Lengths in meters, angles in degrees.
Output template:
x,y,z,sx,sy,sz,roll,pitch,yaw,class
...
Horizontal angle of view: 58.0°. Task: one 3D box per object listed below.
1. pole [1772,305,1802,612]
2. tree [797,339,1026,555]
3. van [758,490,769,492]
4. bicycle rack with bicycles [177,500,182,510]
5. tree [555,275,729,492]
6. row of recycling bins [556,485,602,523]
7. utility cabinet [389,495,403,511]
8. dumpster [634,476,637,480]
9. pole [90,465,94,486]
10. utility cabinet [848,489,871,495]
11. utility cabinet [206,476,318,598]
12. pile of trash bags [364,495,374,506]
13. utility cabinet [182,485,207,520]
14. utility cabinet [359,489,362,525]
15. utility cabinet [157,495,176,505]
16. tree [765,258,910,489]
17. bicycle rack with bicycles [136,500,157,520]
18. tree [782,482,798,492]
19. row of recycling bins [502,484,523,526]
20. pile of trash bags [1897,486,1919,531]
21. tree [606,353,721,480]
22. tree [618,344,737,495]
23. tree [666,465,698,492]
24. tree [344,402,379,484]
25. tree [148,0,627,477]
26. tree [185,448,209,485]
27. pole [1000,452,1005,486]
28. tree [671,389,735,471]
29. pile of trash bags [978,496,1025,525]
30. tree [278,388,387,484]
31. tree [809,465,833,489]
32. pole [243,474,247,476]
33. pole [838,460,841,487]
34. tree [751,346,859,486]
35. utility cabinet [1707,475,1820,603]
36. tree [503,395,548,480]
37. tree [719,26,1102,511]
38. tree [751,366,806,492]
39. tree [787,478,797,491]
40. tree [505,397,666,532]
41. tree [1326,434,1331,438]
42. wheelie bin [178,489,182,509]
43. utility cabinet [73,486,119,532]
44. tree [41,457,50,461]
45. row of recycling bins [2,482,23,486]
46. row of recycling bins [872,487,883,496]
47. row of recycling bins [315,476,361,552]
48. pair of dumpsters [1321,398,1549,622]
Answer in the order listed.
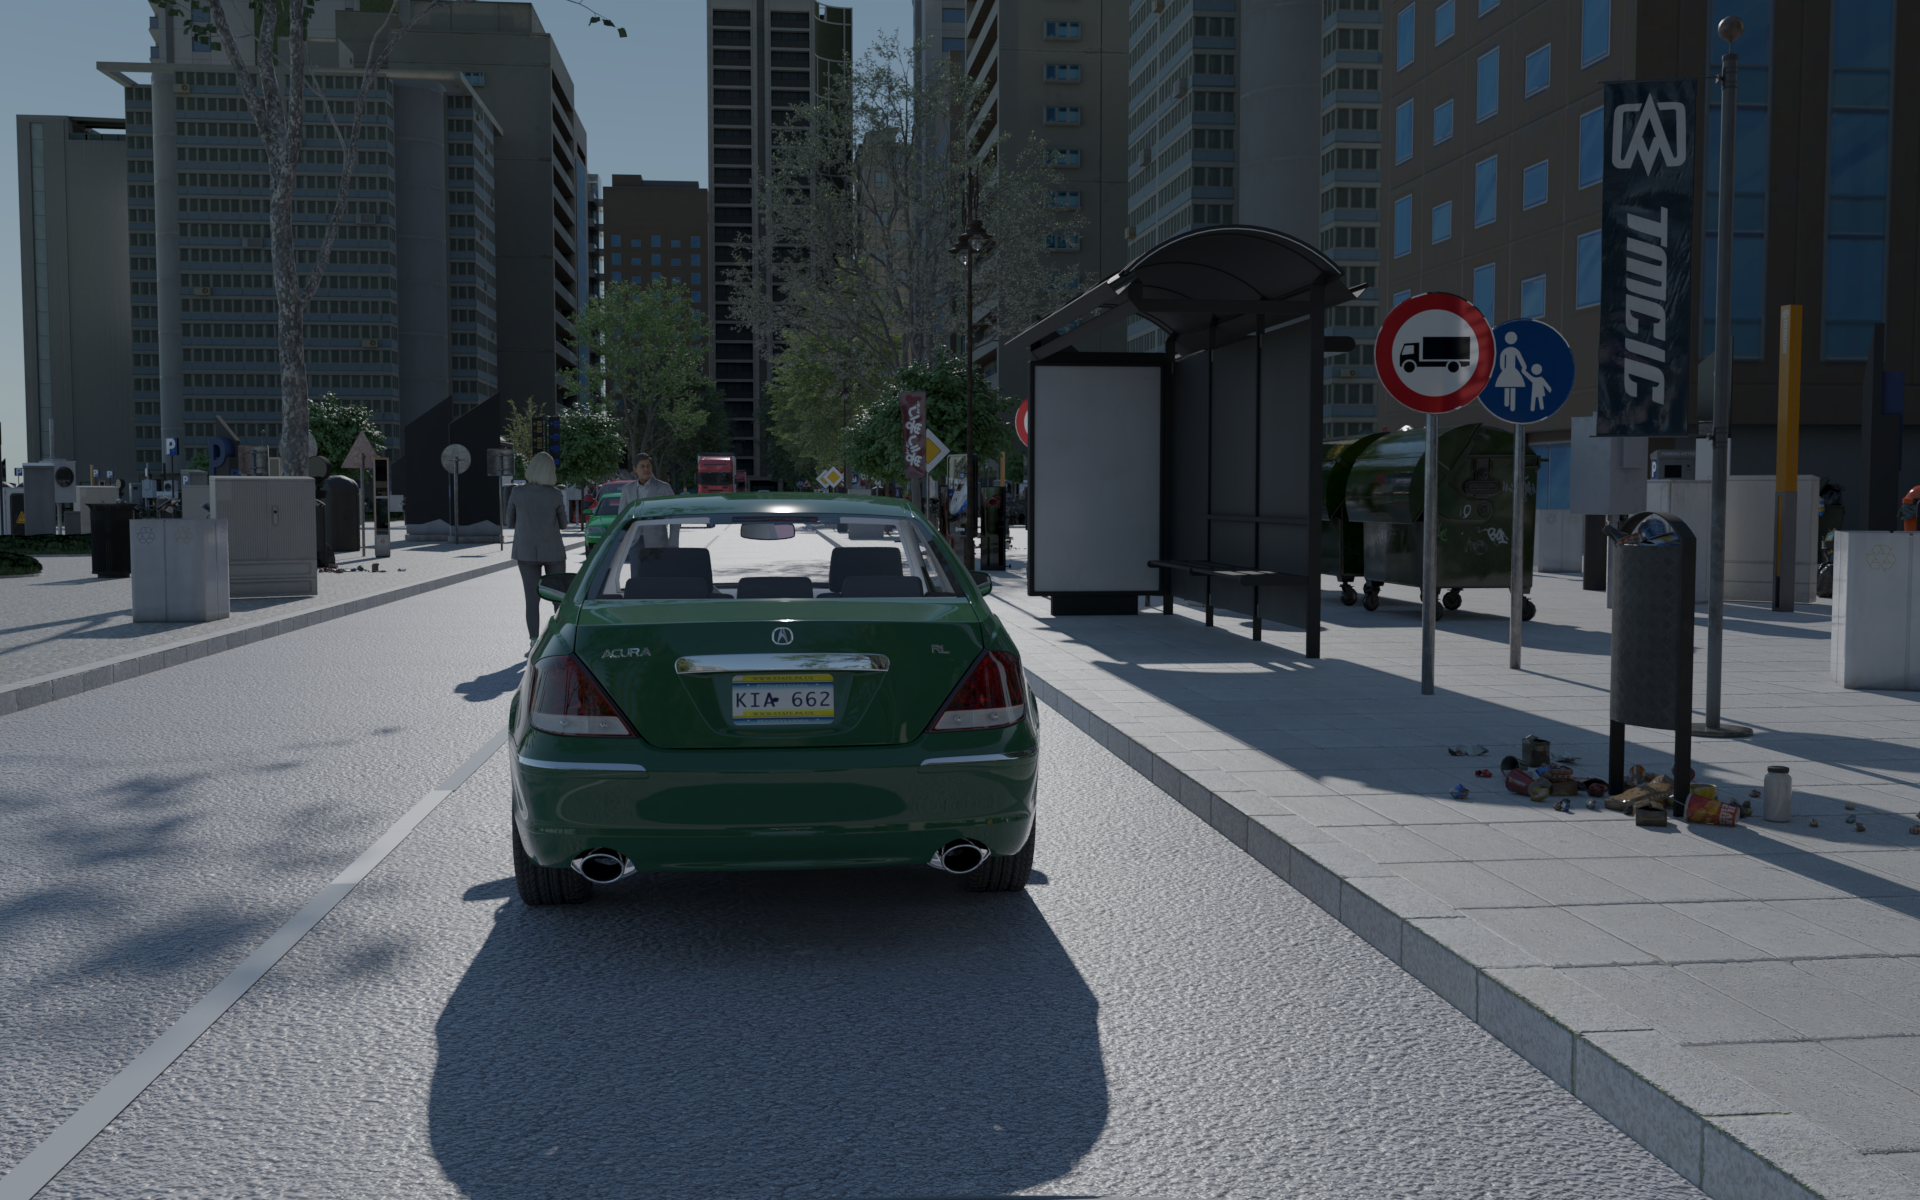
x,y,z,sx,sy,sz,roll,pitch,yaw,class
8.981,-1.527,18.802,0.158,3.312,0.155,0,3,0,pole
-0.426,-3.242,36.725,4.285,4.588,4.351,0,3,0,tree
-21.267,-11.033,187.398,2.013,2.044,4.112,0,4,-8,van
-47.026,-5.468,102.784,2.852,0.926,2.925,-3,5,-43,bicycle rack with bicycles
-15.461,-9.616,82.982,9.928,11.665,9.643,0,3,0,tree
-16.592,-4.331,77.930,3.534,1.692,1.069,-2,4,-24,row of recycling bins
-33.493,-5.589,102.548,1.020,1.237,0.306,-3,5,-44,utility cabinet
-17.504,-5.577,93.674,1.502,2.255,1.985,0,4,-7,dumpster
-60.355,-7.747,120.511,0.158,3.312,0.155,0,3,0,pole
-4.776,-4.438,81.234,1.173,1.500,0.318,-2,4,-34,utility cabinet
-8.566,-0.774,21.326,1.173,1.500,0.318,-3,4,-37,utility cabinet
-45.072,-7.515,132.616,1.912,1.369,3.447,1,4,20,pile of trash bags
-18.837,-2.125,43.417,1.173,1.500,0.318,-1,4,-20,utility cabinet
-24.894,-3.776,70.411,1.173,1.500,0.318,-2,4,-24,utility cabinet
-49.817,-5.968,108.740,1.020,1.237,0.306,0,4,3,utility cabinet
-5.244,-10.082,82.964,7.486,12.596,7.792,0,3,0,tree
-40.704,-4.398,85.291,2.925,0.926,2.852,-1,4,-21,bicycle rack with bicycles
-16.849,-13.891,177.472,4.360,8.622,3.978,0,3,0,tree
-18.097,-3.861,70.248,1.069,1.692,3.534,-2,4,-27,row of recycling bins
10.416,-0.388,16.097,1.912,1.369,3.447,-2,4,-30,pile of trash bags
-18.628,-10.611,107.906,8.767,10.594,7.601,1,4,11,tree
-21.681,-13.106,131.294,9.611,12.733,9.660,0,3,0,tree
-24.380,-10.338,152.743,4.285,4.588,4.351,0,3,0,tree
-47.790,-11.428,137.215,4.737,8.622,4.395,0,3,0,tree
-9.653,-10.232,23.180,12.611,20.169,13.585,0,3,0,tree
-53.357,-8.522,123.051,4.285,4.588,4.351,0,3,0,tree
2.054,-5.479,83.429,0.158,3.312,0.155,0,3,0,pole
-25.239,-15.139,165.644,7.486,12.596,7.792,0,3,0,tree
2.646,-3.822,72.243,3.447,1.369,1.912,-1,4,-16,pile of trash bags
-19.492,-4.282,53.731,4.285,4.588,4.351,0,3,0,tree
-7.892,-6.376,98.841,1.663,3.219,1.824,0,3,0,tree
-36.499,-5.785,88.435,0.158,3.312,0.155,0,3,0,pole
-6.998,-6.538,100.744,0.158,3.312,0.155,0,3,0,pole
-10.816,-13.005,129.641,9.611,12.733,9.660,0,3,0,tree
9.487,-0.723,20.504,1.173,1.500,0.318,3,5,41,utility cabinet
-32.420,-10.915,128.822,4.360,8.622,3.978,0,3,0,tree
-1.195,-8.266,45.514,12.009,13.543,11.850,0,3,0,tree
-14.670,-15.675,162.935,9.857,13.997,8.962,0,3,0,tree
-14.112,-10.407,153.874,4.285,4.588,4.351,0,3,0,tree
-12.965,-4.604,58.982,4.285,4.588,4.351,0,3,0,tree
11.861,-3.739,55.733,1.663,3.219,1.824,0,3,0,tree
-52.260,-6.641,116.492,0.980,1.594,0.693,1,4,11,wheelie bin
-23.508,-2.355,47.177,0.318,1.500,1.173,2,4,26,utility cabinet
-42.613,-5.318,81.554,1.663,3.219,1.824,0,3,0,tree
-32.606,-3.139,58.428,3.534,1.692,1.069,1,4,14,row of recycling bins
-6.189,-8.419,144.767,3.534,1.692,1.069,2,4,29,row of recycling bins
-14.534,-2.004,39.875,1.069,1.692,3.534,-2,4,-30,row of recycling bins
4.945,-1.033,19.378,1.574,2.255,4.437,0,4,-6,pair of dumpsters
